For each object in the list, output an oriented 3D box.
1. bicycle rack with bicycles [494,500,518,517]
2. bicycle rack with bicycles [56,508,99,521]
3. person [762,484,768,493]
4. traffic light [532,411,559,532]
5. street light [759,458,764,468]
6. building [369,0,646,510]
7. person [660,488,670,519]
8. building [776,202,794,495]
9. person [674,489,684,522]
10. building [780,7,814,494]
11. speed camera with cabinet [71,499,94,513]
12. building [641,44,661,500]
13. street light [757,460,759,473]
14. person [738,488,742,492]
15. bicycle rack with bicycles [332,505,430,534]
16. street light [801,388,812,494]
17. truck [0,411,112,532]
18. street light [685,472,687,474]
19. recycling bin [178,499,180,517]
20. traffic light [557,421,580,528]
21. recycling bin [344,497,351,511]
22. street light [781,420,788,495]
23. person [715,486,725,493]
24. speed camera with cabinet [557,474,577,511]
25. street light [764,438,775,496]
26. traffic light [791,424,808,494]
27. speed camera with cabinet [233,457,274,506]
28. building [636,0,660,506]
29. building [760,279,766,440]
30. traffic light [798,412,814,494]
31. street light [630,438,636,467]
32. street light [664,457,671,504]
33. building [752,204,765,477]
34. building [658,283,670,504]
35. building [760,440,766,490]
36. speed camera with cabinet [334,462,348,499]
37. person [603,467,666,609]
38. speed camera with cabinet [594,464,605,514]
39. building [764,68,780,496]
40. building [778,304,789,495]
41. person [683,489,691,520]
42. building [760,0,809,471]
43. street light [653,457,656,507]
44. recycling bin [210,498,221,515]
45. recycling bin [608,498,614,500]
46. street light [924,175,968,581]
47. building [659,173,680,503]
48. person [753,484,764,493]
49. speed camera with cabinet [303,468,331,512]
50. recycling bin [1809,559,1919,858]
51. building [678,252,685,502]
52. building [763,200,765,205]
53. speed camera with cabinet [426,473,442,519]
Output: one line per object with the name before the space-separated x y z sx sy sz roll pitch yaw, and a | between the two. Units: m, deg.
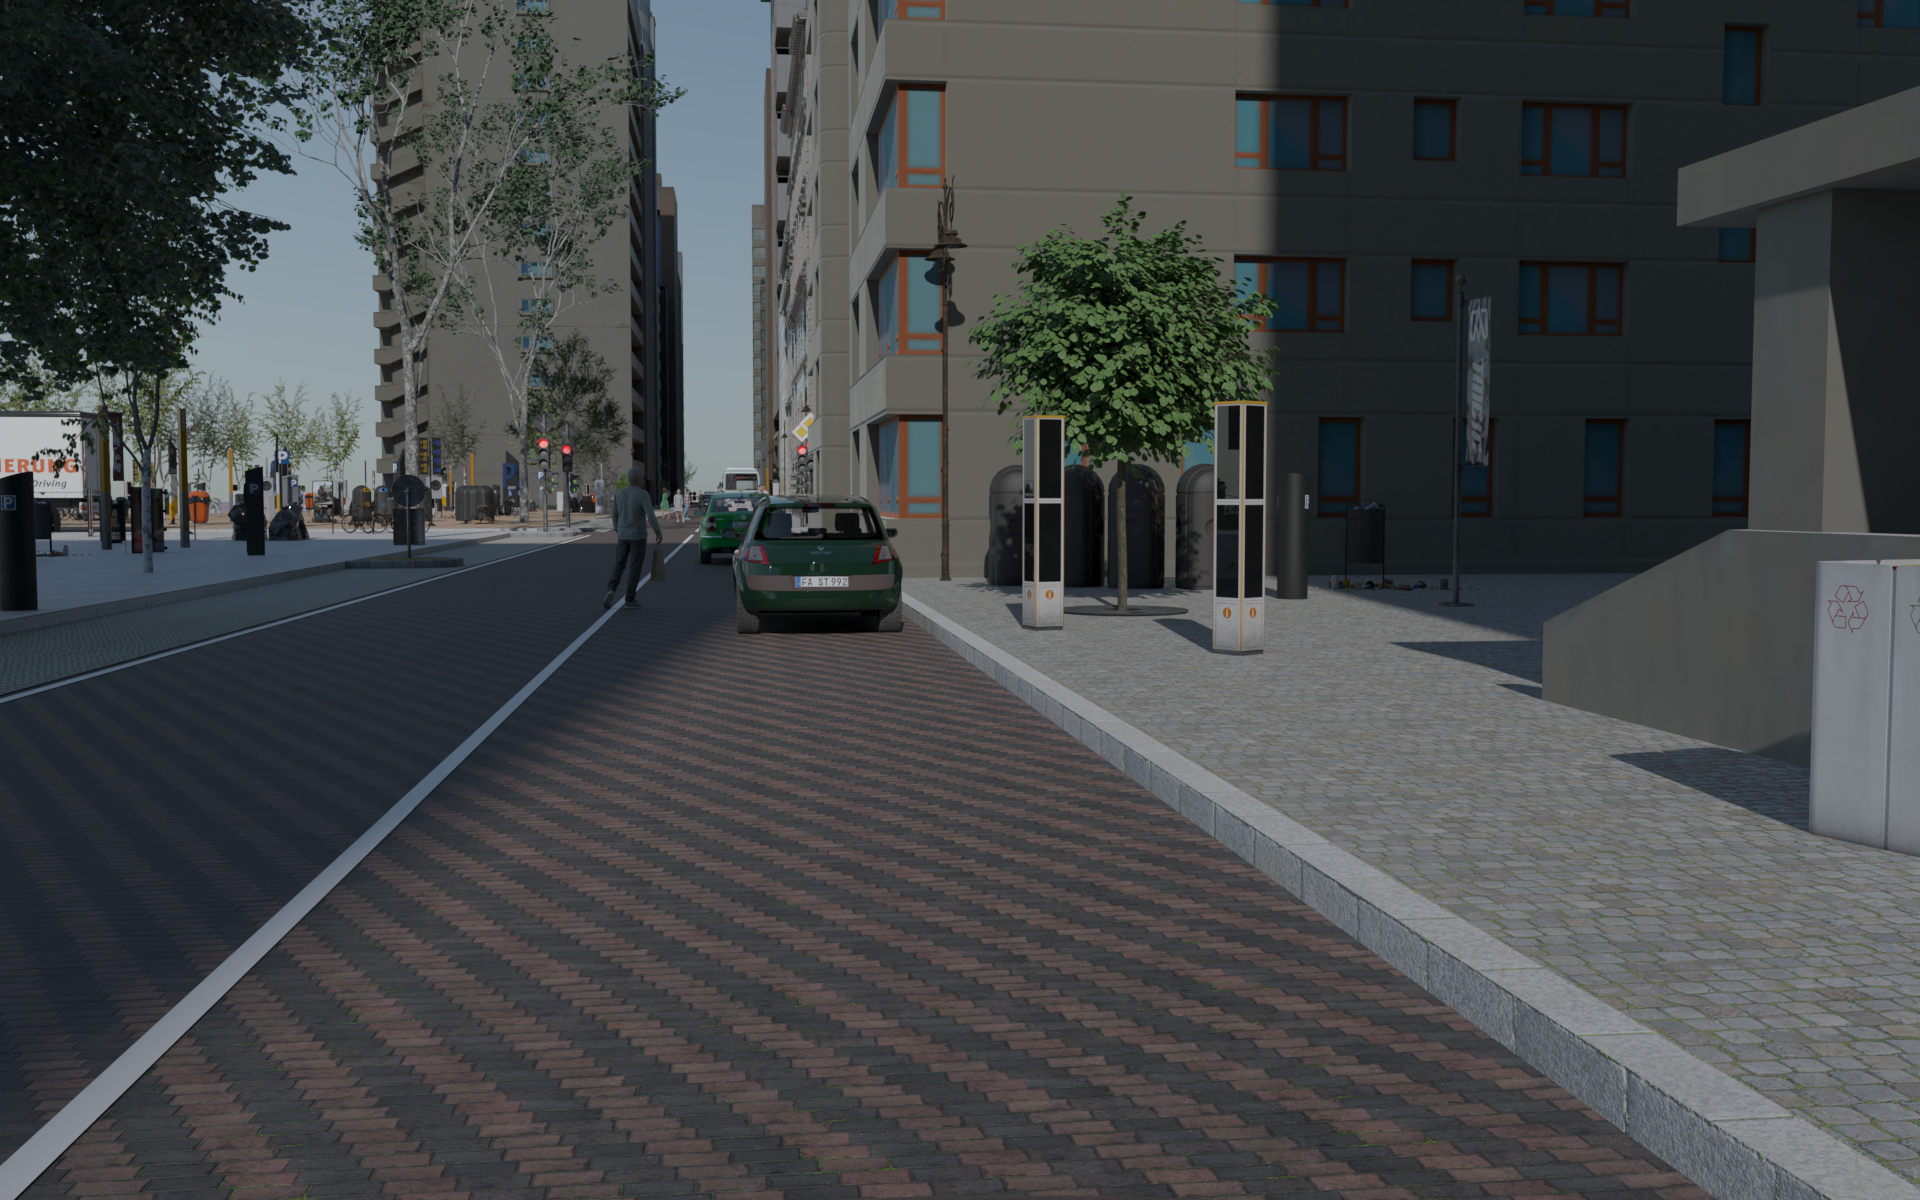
bicycle rack with bicycles | -26.636 -5.184 98.135 2.852 0.926 2.925 -2 4 -34
bicycle rack with bicycles | -43.114 -4.303 83.730 2.925 0.926 2.852 -1 4 -19
person | -8.197 -3.883 72.085 0.679 1.850 0.850 3 4 37
traffic light | -13.985 -4.250 58.416 0.839 4.253 0.868 0 4 -7
street light | -20.704 -12.871 183.224 0.468 5.910 1.993 0 4 -7
building | -38.898 -32.214 150.408 21.300 48.544 21.600 0 4 -7
person | -16.805 -5.502 98.710 0.529 1.795 0.600 1 4 9
building | -5.137 -16.674 114.415 13.314 21.916 24.055 0 4 -7
person | -14.372 -4.833 88.528 0.512 1.701 0.522 -1 4 -20
building | -2.734 -17.893 89.821 12.463 27.353 25.104 0 4 -7
speed camera with cabinet | -54.114 -6.902 107.177 0.660 3.252 2.038 1 4 12
building | -37.437 -31.763 169.431 14.600 45.320 14.200 0 4 -7
street light | -25.075 -14.960 217.381 0.468 5.910 1.993 0 4 -7
person | -12.743 -5.607 100.533 0.624 1.780 0.694 2 4 32
bicycle rack with bicycles | -19.256 -2.654 56.767 2.925 0.926 2.852 2 4 27
street light | -6.561 -6.188 73.969 0.468 5.910 1.993 0 4 -7
truck | -35.309 -4.298 59.183 11.283 4.237 2.839 0 4 -5
street light | -46.458 -19.624 293.638 0.468 5.910 1.993 0 4 -7
recycling bin | -44.107 -5.278 98.853 0.722 1.027 0.722 1 4 14
traffic light | -15.010 -4.735 66.335 0.839 4.253 0.868 0 4 -7
recycling bin | -48.033 -7.512 135.371 0.722 1.027 0.722 -3 4 -38
street light | -10.937 -8.273 108.054 0.468 5.910 1.993 0 4 -7
person | -11.712 -4.706 85.244 0.655 1.846 0.447 -3 4 -39
speed camera with cabinet | -29.334 -8.256 129.323 0.660 3.252 2.038 1 4 18
street light | -16.439 -10.810 149.533 0.468 5.910 1.993 0 4 -7
traffic light | -6.175 -4.806 67.491 0.839 4.253 0.868 0 4 -7
speed camera with cabinet | -37.876 -6.022 92.790 2.038 3.252 0.660 -1 4 -17
building | -44.344 -39.601 189.480 21.231 58.520 28.212 0 4 -7
building | -19.861 -28.249 233.565 14.160 30.474 14.107 0 4 -7
traffic light | -5.149 -4.321 59.572 0.839 4.253 0.868 0 4 -7
street light | -26.976 -10.403 142.879 0.468 5.910 1.993 0 4 -7
street light | -35.898 -14.581 211.184 0.468 5.910 1.993 0 4 -7
building | -22.514 -34.464 247.082 14.154 41.232 14.086 0 4 -7
building | -46.077 -28.024 229.890 14.160 30.474 14.107 0 4 -7
building | -12.118 -54.386 201.876 22.319 86.520 31.000 0 4 -7
speed camera with cabinet | -37.035 -6.807 105.623 2.038 3.252 0.660 -1 4 -9
person | -4.039 -0.774 21.633 0.782 1.767 0.515 1 4 22
speed camera with cabinet | -23.725 -7.320 114.022 0.660 3.252 2.038 0 4 -8
building | -13.221 -32.424 180.246 14.600 45.320 14.200 0 4 -7
building | -8.635 -17.116 134.602 10.420 20.320 16.860 0 4 -7
person | -15.402 -5.392 97.493 0.643 1.720 0.563 -2 4 -24
building | -3.659 -34.924 160.240 28.713 52.752 27.495 0 4 -7
street light | -31.290 -12.463 176.564 0.468 5.910 1.993 0 4 -7
recycling bin | -46.424 -5.817 107.669 0.722 1.027 0.722 -3 5 -40
recycling bin | -26.060 -7.198 130.247 0.722 1.027 0.722 -1 4 -13
street light | -0.214 -3.224 25.494 0.468 5.910 1.993 0 4 -7
building | -46.943 -36.363 244.649 14.600 45.320 14.200 0 4 -7
person | -8.029 -3.709 69.113 0.622 1.834 0.822 -3 5 -44
speed camera with cabinet | -47.053 -8.107 126.889 2.038 3.252 0.660 -2 4 -23
recycling bin | 3.664 0.380 6.347 0.722 1.027 0.722 -1 4 -23
building | -52.463 -36.673 283.196 14.154 41.232 14.086 0 4 -7
building | -20.614 -39.838 270.966 23.786 49.044 30.456 0 4 -7
speed camera with cabinet | -27.437 -5.735 88.109 2.038 3.252 0.660 -2 4 -33
